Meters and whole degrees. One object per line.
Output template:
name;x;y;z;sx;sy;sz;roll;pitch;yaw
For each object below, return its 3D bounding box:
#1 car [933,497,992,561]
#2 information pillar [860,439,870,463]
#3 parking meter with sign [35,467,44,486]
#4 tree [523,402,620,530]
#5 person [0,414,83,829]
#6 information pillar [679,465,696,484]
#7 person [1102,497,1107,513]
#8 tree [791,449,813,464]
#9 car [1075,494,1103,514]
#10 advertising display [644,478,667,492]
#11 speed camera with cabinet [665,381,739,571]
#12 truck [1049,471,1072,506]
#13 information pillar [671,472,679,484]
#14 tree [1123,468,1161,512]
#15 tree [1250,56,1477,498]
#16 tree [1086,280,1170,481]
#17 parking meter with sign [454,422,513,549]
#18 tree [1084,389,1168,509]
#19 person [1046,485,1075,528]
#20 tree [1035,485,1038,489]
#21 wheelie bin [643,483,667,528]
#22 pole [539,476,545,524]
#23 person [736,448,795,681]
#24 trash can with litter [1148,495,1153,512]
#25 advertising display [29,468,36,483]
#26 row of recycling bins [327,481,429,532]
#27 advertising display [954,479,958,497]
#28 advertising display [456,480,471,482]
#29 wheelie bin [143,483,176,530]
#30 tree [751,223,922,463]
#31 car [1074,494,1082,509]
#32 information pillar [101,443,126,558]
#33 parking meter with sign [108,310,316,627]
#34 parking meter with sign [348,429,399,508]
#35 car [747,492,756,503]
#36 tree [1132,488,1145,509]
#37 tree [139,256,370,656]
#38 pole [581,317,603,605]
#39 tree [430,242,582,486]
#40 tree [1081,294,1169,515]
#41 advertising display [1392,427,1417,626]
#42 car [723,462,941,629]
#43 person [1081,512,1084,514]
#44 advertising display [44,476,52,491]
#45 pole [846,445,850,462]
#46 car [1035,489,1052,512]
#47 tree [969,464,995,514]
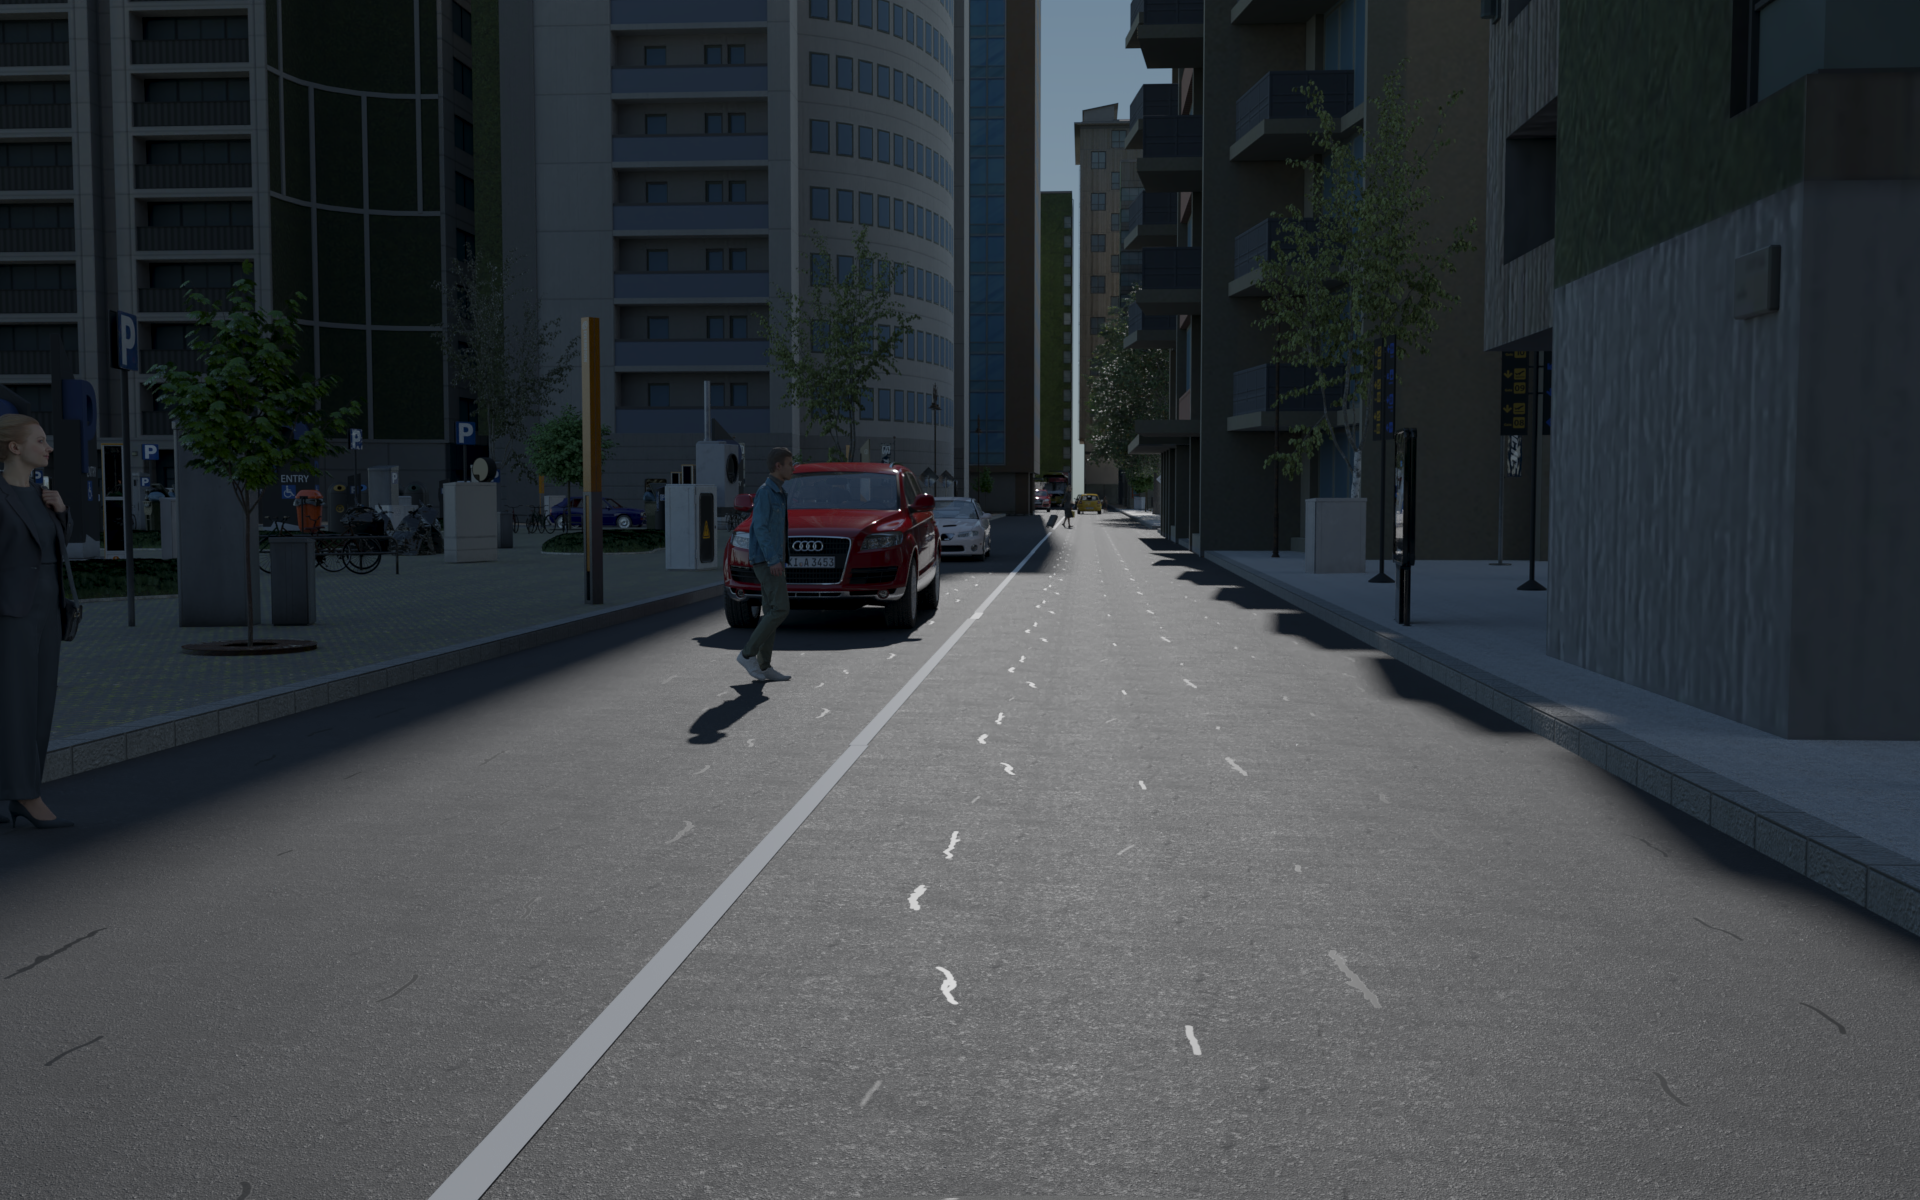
car;-0.303;-1.598;38.484;2.083;1.381;4.827;0;4;3
information pillar;-3.997;-5.011;73.283;0.504;3.616;0.183;3;4;36
parking meter with sign;-52.727;-6.328;99.724;0.543;3.016;1.738;1;4;20
tree;-13.856;-4.774;61.761;4.285;4.588;4.351;0;3;0
person;-4.079;0.093;7.406;0.534;1.772;0.576;-1;4;-12
information pillar;-6.768;-2.378;43.373;0.304;2.012;0.304;1;4;11
person;10.868;-7.145;129.996;0.362;1.253;0.373;0;4;5
tree;-6.794;-4.823;73.456;1.663;3.219;1.824;0;3;0
car;9.266;-6.977;124.296;2.015;1.641;3.980;0;4;3
advertising display;-12.611;-4.074;71.830;0.974;1.923;0.123;-3;4;-37
speed camera with cabinet;-4.395;-2.159;29.641;0.660;3.252;2.038;1;4;13
truck;12.107;-13.501;209.653;2.839;4.237;11.283;0;4;6
information pillar;-9.444;-3.258;57.757;0.304;2.012;0.304;0;4;6
tree;15.041;-9.482;138.740;4.285;4.588;4.351;0;3;0
tree;6.904;-4.878;30.110;4.737;8.622;4.395;0;3;0
tree;10.915;-10.516;88.949;9.611;12.733;9.660;0;3;0
parking meter with sign;-11.310;-2.754;41.296;1.738;3.016;0.543;3;5;40
tree;14.246;-13.498;146.439;9.928;11.665;9.643;0;3;0
person;4.319;-3.988;73.917;1.509;1.804;0.699;-2;4;-31
tree;8.227;-12.955;206.419;1.663;3.219;1.824;0;3;0
wheelie bin;-8.744;-2.583;50.137;0.693;1.594;0.980;3;5;41
pole;-17.728;-4.864;73.369;0.158;3.312;0.155;0;3;0
person;-1.478;-0.269;13.237;0.444;1.785;0.601;1;4;9
trash can with litter;14.696;-7.125;127.544;2.233;1.210;1.678;1;4;14
advertising display;-17.009;-1.606;31.480;0.123;1.923;0.974;-1;4;-10
row of recycling bins;-18.551;-2.945;55.260;3.534;1.692;1.069;1;4;13
advertising display;-0.189;-4.378;76.800;0.123;1.923;0.974;0;4;3
advertising display;-23.067;-4.615;80.661;0.974;1.923;0.123;2;4;31
wheelie bin;-23.909;-2.672;51.596;0.980;1.594;0.693;3;5;43
tree;-3.231;-5.882;46.540;4.737;8.622;4.395;0;3;0
car;11.896;-9.554;165.990;2.009;1.686;4.222;0;4;4
information pillar;-12.291;-1.269;25.232;0.304;2.012;0.304;-1;4;-17
parking meter with sign;-7.212;-1.257;16.816;1.738;3.016;0.543;0;4;-8
parking meter with sign;-15.396;-3.058;46.253;1.738;3.016;0.543;1;4;14
car;-6.816;-3.564;67.312;4.494;1.783;2.155;0;4;3
tree;15.721;-9.685;152.953;1.663;3.219;1.824;0;3;0
tree;-5.701;-1.197;14.178;1.663;3.219;1.824;0;3;0
pole;-4.267;-1.605;20.092;0.158;3.312;0.155;0;3;0
tree;-13.602;-6.179;51.389;4.360;8.622;3.978;0;3;0
tree;12.476;-12.331;108.270;9.857;13.997;8.962;0;3;0
advertising display;4.405;-0.732;17.185;0.123;1.923;0.974;1;4;8
car;-1.373;-0.705;20.200;2.281;1.827;5.304;0;4;4
person;9.001;-6.984;127.364;0.332;1.250;0.352;1;4;19
advertising display;-33.153;-3.518;62.740;0.974;1.923;0.123;3;4;38
pole;-4.632;-4.791;72.173;0.158;3.312;0.155;0;3;0
car;6.224;-7.948;138.628;2.281;1.827;5.304;0;4;2
tree;1.643;-7.075;110.283;1.663;3.219;1.824;0;3;0
